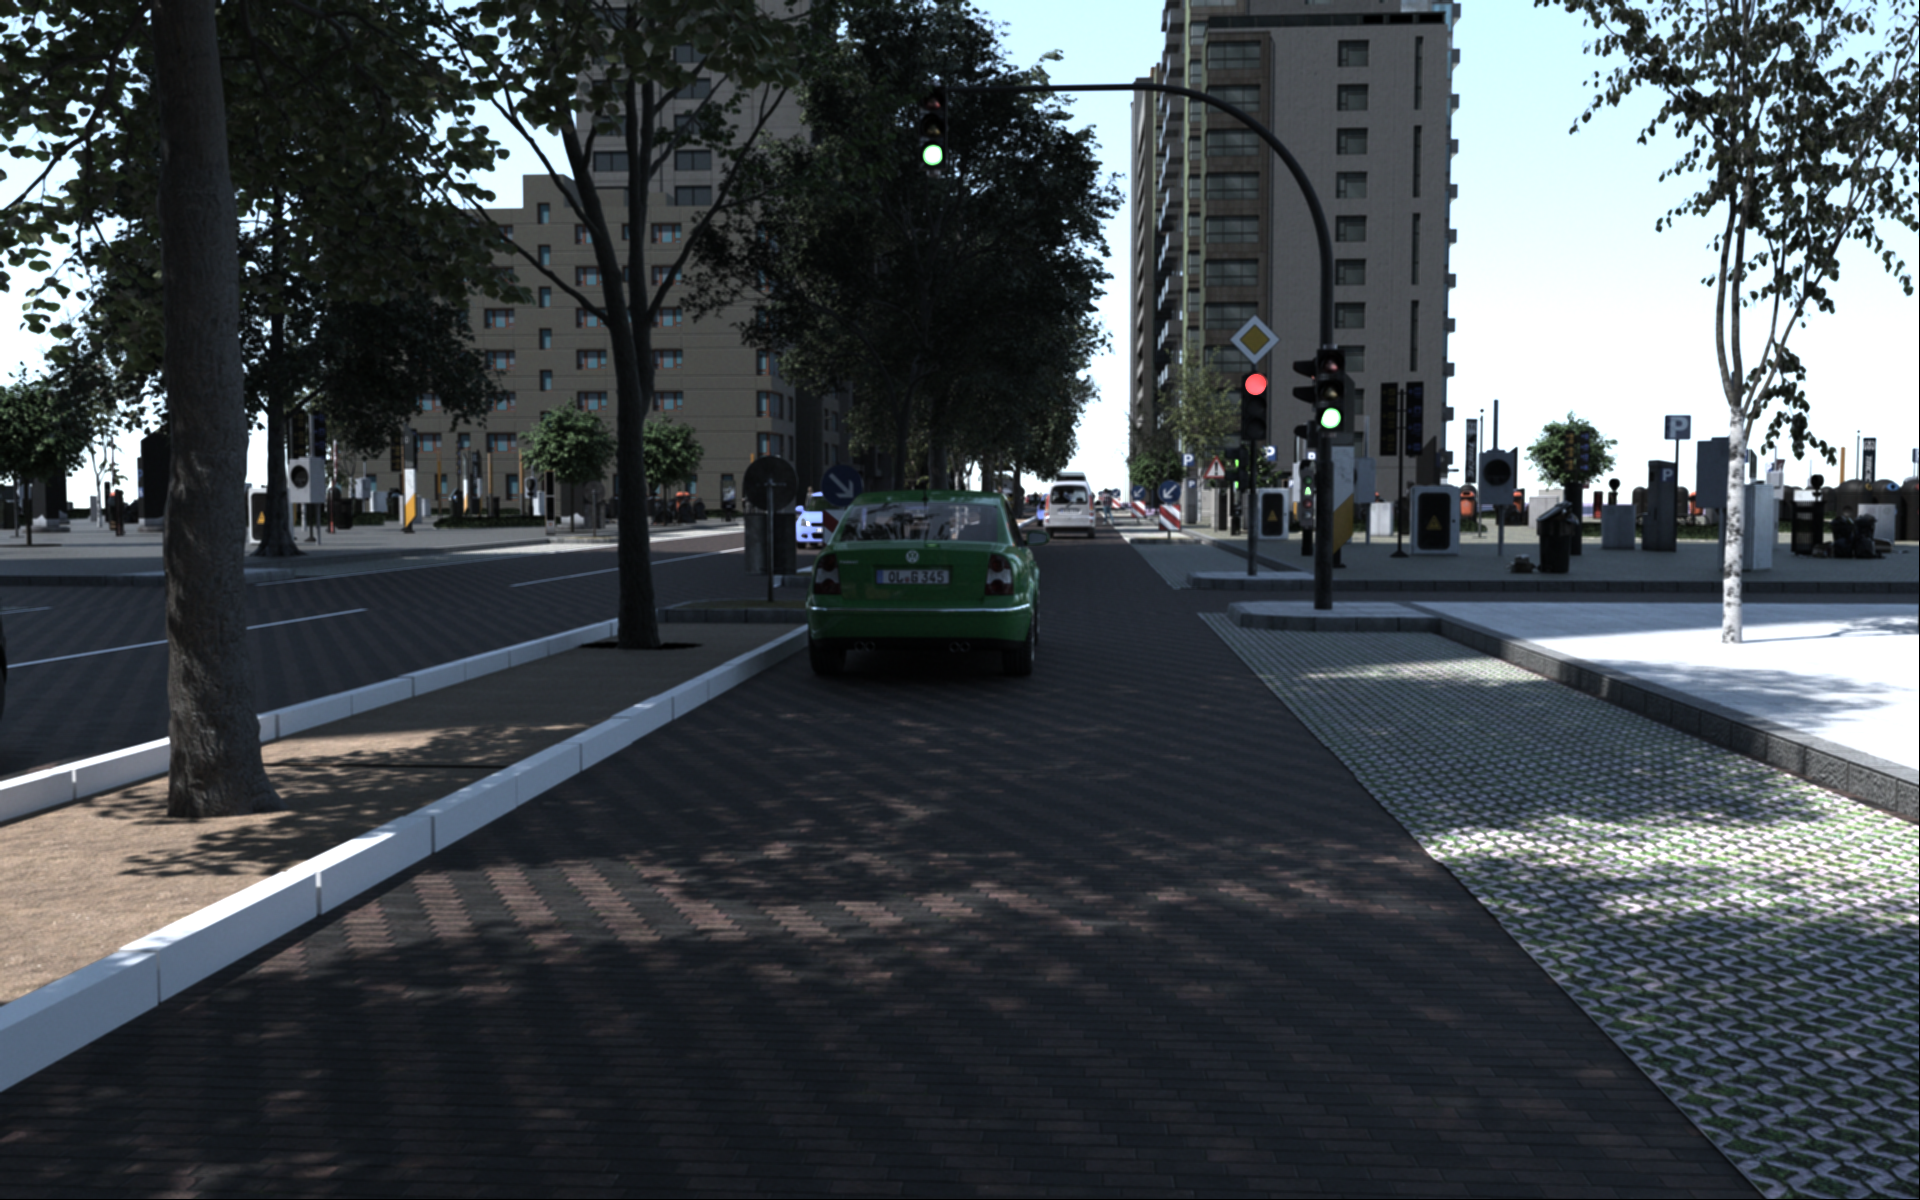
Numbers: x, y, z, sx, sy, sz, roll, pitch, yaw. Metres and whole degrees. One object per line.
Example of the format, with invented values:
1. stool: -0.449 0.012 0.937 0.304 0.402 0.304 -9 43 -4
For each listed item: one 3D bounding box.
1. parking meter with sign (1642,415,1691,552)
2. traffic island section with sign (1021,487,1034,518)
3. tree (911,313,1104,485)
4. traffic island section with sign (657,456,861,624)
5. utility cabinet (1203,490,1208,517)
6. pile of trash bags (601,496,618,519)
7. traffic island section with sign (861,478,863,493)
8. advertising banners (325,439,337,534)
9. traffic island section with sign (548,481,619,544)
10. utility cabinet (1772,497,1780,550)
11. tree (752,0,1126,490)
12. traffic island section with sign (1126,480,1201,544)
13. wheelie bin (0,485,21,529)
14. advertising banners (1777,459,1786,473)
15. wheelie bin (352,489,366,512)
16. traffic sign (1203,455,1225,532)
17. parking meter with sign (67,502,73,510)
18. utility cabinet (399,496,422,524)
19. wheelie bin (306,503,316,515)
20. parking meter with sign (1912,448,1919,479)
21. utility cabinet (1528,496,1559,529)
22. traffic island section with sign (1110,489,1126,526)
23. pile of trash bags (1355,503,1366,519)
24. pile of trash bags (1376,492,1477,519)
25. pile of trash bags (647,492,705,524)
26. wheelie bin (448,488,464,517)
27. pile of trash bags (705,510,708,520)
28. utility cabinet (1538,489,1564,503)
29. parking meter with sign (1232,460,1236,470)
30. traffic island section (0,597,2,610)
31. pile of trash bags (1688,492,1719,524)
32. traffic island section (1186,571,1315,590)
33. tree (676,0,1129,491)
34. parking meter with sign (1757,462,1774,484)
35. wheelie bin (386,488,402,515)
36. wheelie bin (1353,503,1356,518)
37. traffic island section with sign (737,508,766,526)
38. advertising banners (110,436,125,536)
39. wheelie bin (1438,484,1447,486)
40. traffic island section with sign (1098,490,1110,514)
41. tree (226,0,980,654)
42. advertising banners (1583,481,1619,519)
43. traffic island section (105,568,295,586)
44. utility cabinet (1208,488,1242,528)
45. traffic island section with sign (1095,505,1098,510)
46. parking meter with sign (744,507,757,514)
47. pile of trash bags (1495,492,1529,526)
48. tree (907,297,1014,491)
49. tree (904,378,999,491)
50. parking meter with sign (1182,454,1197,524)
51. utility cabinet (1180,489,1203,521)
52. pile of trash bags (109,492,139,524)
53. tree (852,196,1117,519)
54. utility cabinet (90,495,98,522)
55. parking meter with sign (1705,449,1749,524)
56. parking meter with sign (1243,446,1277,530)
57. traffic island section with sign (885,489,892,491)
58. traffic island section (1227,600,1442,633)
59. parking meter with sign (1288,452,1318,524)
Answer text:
1. parking meter with sign: 15.835 -2.615 39.013 0.543 3.016 1.738 0 4 3
2. traffic island section with sign: 3.490 -5.764 102.373 2.006 1.907 1.989 0 4 4
3. tree: 2.035 -10.678 87.406 12.009 13.543 11.850 0 3 0
4. traffic island section with sign: -2.305 -0.727 20.030 2.006 1.907 1.989 0 4 4
5. utility cabinet: 13.572 -5.351 96.160 1.173 1.500 0.318 3 5 44
6. pile of trash bags: -17.405 -4.923 90.248 1.912 1.369 3.447 2 4 27
7. traffic island section with sign: -1.776 -1.179 27.419 2.006 1.907 1.989 0 4 4
8. advertising banners: -20.429 -3.676 56.298 0.090 3.025 2.074 -2 4 -29
9. traffic island section with sign: -10.773 -2.565 50.570 1.989 1.847 2.006 0 4 4
10. utility cabinet: 18.731 -1.773 40.147 0.306 1.237 1.020 3 4 36
11. tree: -0.469 -8.109 41.697 9.857 13.997 8.962 0 3 0
12. traffic island section with sign: 5.906 -2.530 49.997 1.989 1.847 2.006 0 4 4
13. wheelie bin: -34.878 -3.387 63.287 0.693 1.594 0.980 2 4 26
14. advertising banners: 39.982 -5.484 85.844 2.074 3.025 0.090 -1 4 -12
15. wheelie bin: -34.923 -5.651 100.298 0.693 1.594 0.980 3 4 39
16. traffic sign: 8.597 -3.556 58.138 0.884 2.594 0.081 0 4 7
17. parking meter with sign: -50.602 -6.163 97.031 1.738 3.016 0.543 0 4 6
18. utility cabinet: -23.582 -3.865 74.359 0.306 1.237 1.020 2 4 31
19. wheelie bin: -29.045 -4.251 77.414 0.980 1.594 0.693 -1 4 -22
20. parking meter with sign: 36.597 -4.203 64.986 0.543 3.016 1.738 -1 4 -15
21. utility cabinet: 21.398 -3.201 63.506 1.020 1.237 0.306 2 4 30
22. traffic island section with sign: 7.783 -4.175 76.887 1.989 1.847 2.006 0 4 4
23. pile of trash bags: 19.699 -4.551 84.160 1.912 1.369 3.447 0 4 -5
24. pile of trash bags: 17.779 -3.402 65.381 3.447 1.369 1.912 2 4 34
25. pile of trash bags: -12.499 -4.066 76.239 1.912 1.369 3.447 0 4 -2
26. wheelie bin: -25.683 -4.920 88.350 0.693 1.594 0.980 -2 4 -30
27. pile of trash bags: -13.668 -4.705 86.676 1.912 1.369 3.447 -1 4 -12
28. utility cabinet: 25.844 -4.093 75.598 0.318 1.500 1.173 -3 5 -44
29. parking meter with sign: 11.516 -4.359 67.531 1.738 3.016 0.543 1 4 16
30. traffic island section: -12.882 0.107 20.537 2.009 0.180 2.903 0 4 4
31. pile of trash bags: 28.574 -3.331 64.214 1.912 1.369 3.447 -2 4 -34
32. traffic island section: 4.628 -0.308 27.310 2.009 0.180 2.903 0 4 4
33. tree: -1.225 -5.790 31.528 8.767 10.594 7.601 0 4 4
34. parking meter with sign: 43.939 -6.071 95.518 1.738 3.016 0.543 -1 4 -17
35. wheelie bin: -29.623 -5.067 90.746 0.980 1.594 0.693 2 4 31
36. wheelie bin: 18.080 -4.467 80.939 0.980 1.594 0.693 -1 4 -12
37. traffic island section with sign: -8.858 -4.229 77.780 1.989 1.847 2.006 0 4 4
38. advertising banners: -25.760 -3.471 52.936 0.090 3.025 2.074 -1 4 -18
39. wheelie bin: 15.334 -2.882 55.025 0.693 1.594 0.980 3 4 38
40. traffic island section with sign: 11.285 -7.207 126.461 1.989 1.847 2.006 0 4 4
41. tree: -3.081 -5.359 15.831 9.928 11.665 9.643 0 3 0
42. advertising banners: 33.157 -5.730 89.866 2.074 3.025 0.090 0 4 -3
43. traffic island section: -12.322 -0.381 28.503 2.009 0.180 2.903 0 4 4
44. utility cabinet: 9.997 -3.440 64.925 1.173 1.500 0.318 3 4 38
45. traffic island section with sign: 13.223 -8.893 154.032 1.989 1.847 2.006 0 4 4
46. parking meter with sign: -11.642 -6.335 99.839 1.738 3.016 0.543 1 4 18
47. pile of trash bags: 23.042 -3.769 71.383 1.912 1.369 3.447 1 4 13
48. tree: -0.039 -5.904 49.353 4.360 8.622 3.978 0 3 0
49. tree: 0.207 -6.284 55.556 4.737 8.622 4.395 0 3 0
50. parking meter with sign: 9.820 -4.747 73.871 0.543 3.016 1.738 0 4 0
51. utility cabinet: 11.007 -4.546 83.003 0.318 1.500 1.173 -2 4 -33
52. pile of trash bags: -36.227 -4.054 76.034 1.912 1.369 3.447 0 4 4
53. tree: 0.991 -8.872 64.517 9.611 12.733 9.660 0 3 0
54. utility cabinet: -40.708 -4.297 81.425 0.306 1.237 1.020 -2 4 -24
55. parking meter with sign: 29.422 -4.298 66.527 1.738 3.016 0.543 -2 4 -24
56. parking meter with sign: 10.684 -4.010 61.831 0.543 3.016 1.738 3 4 36
57. traffic island section with sign: -5.304 -7.312 128.185 1.989 1.847 2.006 0 4 4
58. traffic island section: 4.067 0.180 19.344 2.009 0.180 2.903 0 4 4
59. parking meter with sign: 13.790 -4.564 70.890 1.738 3.016 0.543 -2 4 -31
